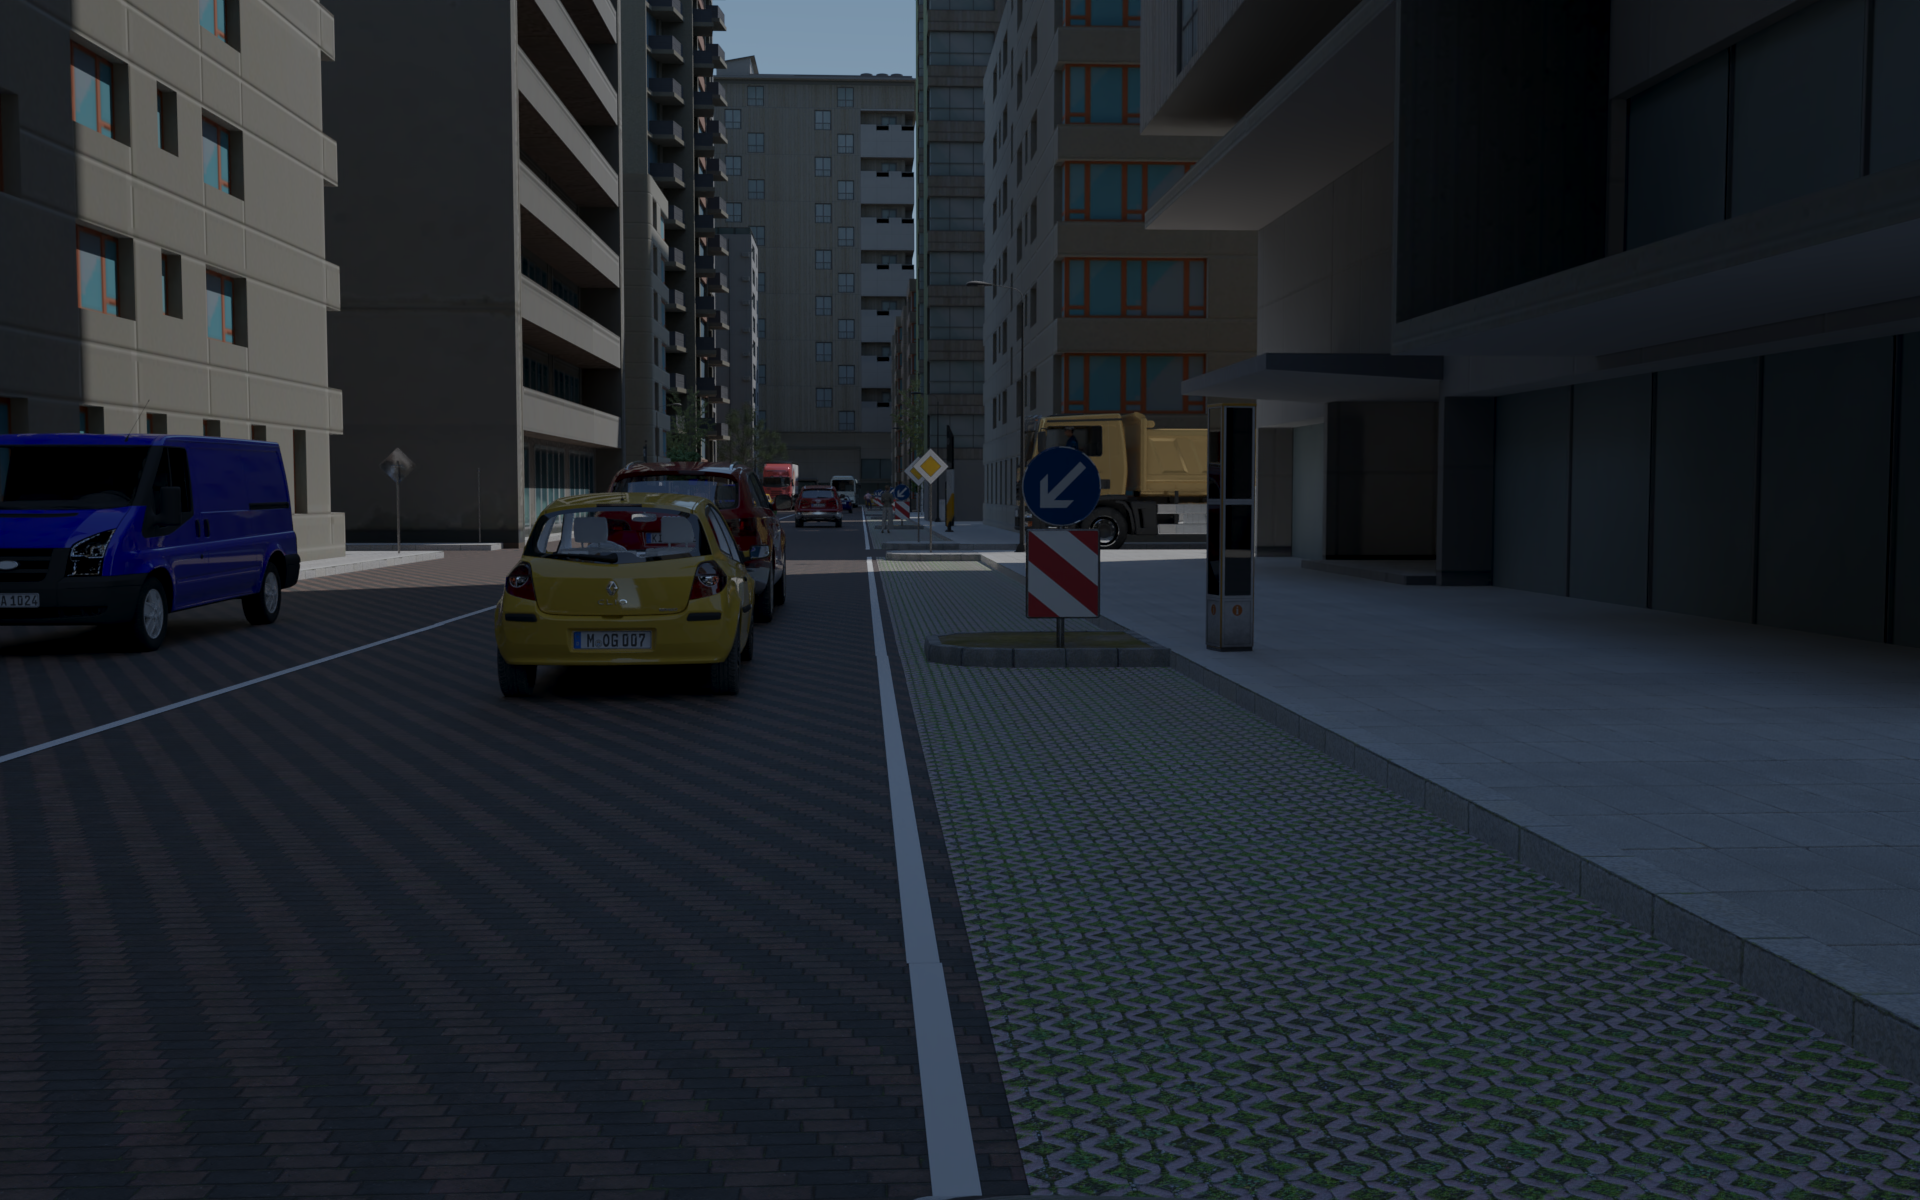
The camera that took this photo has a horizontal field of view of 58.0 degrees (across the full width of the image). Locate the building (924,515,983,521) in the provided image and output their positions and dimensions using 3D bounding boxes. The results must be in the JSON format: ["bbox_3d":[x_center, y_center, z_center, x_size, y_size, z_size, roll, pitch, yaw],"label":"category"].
[{"bbox_3d":[5.119,-24.690,87.282,14.154,41.232,14.086,0,4,-3],"label":"building"}]

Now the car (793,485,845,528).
[{"bbox_3d":[-6.165,-4.104,75.767,2.281,1.827,5.304,0,4,-4],"label":"car"}]

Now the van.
[{"bbox_3d":[-8.394,-0.797,17.418,2.240,2.365,5.245,0,4,-5],"label":"van"}]

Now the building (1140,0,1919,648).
[{"bbox_3d":[17.807,-26.491,22.359,28.713,52.752,27.495,0,4,-3],"label":"building"}]

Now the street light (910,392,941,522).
[{"bbox_3d":[-1.541,-6.500,78.822,1.470,5.913,1.316,0,4,-3],"label":"street light"}]

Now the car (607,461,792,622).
[{"bbox_3d":[-3.191,-0.747,20.885,2.281,1.827,5.304,0,4,-3],"label":"car"}]

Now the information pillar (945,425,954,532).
[{"bbox_3d":[-0.331,-4.106,58.494,0.183,3.616,0.504,-1,4,-22],"label":"information pillar"}]

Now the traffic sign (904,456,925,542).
[{"bbox_3d":[-1.102,-2.589,45.975,0.795,2.450,0.064,0,4,-3],"label":"traffic sign"}]

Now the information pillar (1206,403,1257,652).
[{"bbox_3d":[2.213,-0.592,14.171,0.304,2.012,0.304,-1,4,-16],"label":"information pillar"}]

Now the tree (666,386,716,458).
[{"bbox_3d":[-18.603,-10.196,117.075,4.737,8.622,4.395,0,3,0],"label":"tree"}]

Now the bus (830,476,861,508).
[{"bbox_3d":[-12.141,-11.553,183.751,2.948,3.499,13.247,0,4,-1],"label":"bus"}]

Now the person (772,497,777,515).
[{"bbox_3d":[-9.177,-4.472,85.865,0.306,1.304,0.590,1,4,10],"label":"person"}]

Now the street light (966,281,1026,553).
[{"bbox_3d":[0.828,-4.002,37.970,1.470,5.913,1.316,0,4,-3],"label":"street light"}]

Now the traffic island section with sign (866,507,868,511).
[{"bbox_3d":[-6.943,-8.549,148.396,1.989,1.847,2.006,0,4,-3],"label":"traffic island section with sign"}]

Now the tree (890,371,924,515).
[{"bbox_3d":[-2.061,-9.423,104.421,4.737,8.622,4.395,0,3,0],"label":"tree"}]

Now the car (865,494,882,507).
[{"bbox_3d":[-9.047,-10.467,181.362,2.015,1.641,3.980,0,4,-4],"label":"car"}]

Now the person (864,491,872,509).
[{"bbox_3d":[-7.959,-8.653,150.917,0.756,1.711,0.436,1,4,21],"label":"person"}]

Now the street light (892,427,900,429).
[{"bbox_3d":[-3.997,-9.062,120.701,1.470,5.913,1.316,0,4,-3],"label":"street light"}]

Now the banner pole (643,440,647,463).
[{"bbox_3d":[-14.500,-5.493,79.834,0.401,3.779,0.863,0,4,1],"label":"banner pole"}]

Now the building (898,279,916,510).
[{"bbox_3d":[8.926,-18.917,154.330,27.650,21.520,28.899,0,4,-3],"label":"building"}]

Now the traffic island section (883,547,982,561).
[{"bbox_3d":[-0.621,-0.966,38.081,2.009,0.180,2.903,0,4,-3],"label":"traffic island section"}]

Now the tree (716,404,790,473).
[{"bbox_3d":[-21.113,-14.643,173.819,8.767,10.594,7.601,0,4,1],"label":"tree"}]

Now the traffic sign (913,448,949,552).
[{"bbox_3d":[-0.644,-2.102,38.003,0.795,2.450,0.064,0,4,-3],"label":"traffic sign"}]

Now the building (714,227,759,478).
[{"bbox_3d":[-29.103,-25.503,188.668,14.107,30.474,14.160,0,4,-3],"label":"building"}]

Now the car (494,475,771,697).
[{"bbox_3d":[-2.529,-0.214,13.727,2.015,1.641,3.980,0,4,-5],"label":"car"}]

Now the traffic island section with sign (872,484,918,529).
[{"bbox_3d":[-2.486,-3.791,70.612,1.989,1.847,2.006,0,4,-3],"label":"traffic island section with sign"}]

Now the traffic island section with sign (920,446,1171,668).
[{"bbox_3d":[0.696,-0.398,15.137,1.989,1.847,2.006,0,4,-3],"label":"traffic island section with sign"}]

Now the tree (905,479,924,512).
[{"bbox_3d":[-2.823,-7.911,123.947,1.663,3.219,1.824,0,3,0],"label":"tree"}]

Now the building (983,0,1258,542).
[{"bbox_3d":[16.188,-13.130,59.707,28.899,21.520,27.650,0,4,-3],"label":"building"}]

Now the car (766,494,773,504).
[{"bbox_3d":[-15.611,-7.718,136.409,2.015,1.641,3.980,0,4,-4],"label":"car"}]

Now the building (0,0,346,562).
[{"bbox_3d":[-26.253,-10.720,20.308,28.899,21.520,27.650,0,4,-3],"label":"building"}]

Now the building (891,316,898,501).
[{"bbox_3d":[6.764,-20.711,183.662,27.650,21.520,28.899,0,4,-3],"label":"building"}]

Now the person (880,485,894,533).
[{"bbox_3d":[-2.631,-3.317,63.289,0.519,1.759,0.362,1,4,17],"label":"person"}]

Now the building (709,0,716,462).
[{"bbox_3d":[-30.819,-43.981,157.340,20.563,71.187,20.611,0,4,-3],"label":"building"}]

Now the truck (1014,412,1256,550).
[{"bbox_3d":[5.430,-2.843,42.409,9.791,3.379,3.469,0,4,-5],"label":"truck"}]

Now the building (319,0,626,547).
[{"bbox_3d":[-22.812,-26.307,53.825,21.300,48.544,21.600,0,4,-3],"label":"building"}]

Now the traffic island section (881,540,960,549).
[{"bbox_3d":[-1.078,-1.454,46.053,2.009,0.180,2.903,0,4,-3],"label":"traffic island section"}]

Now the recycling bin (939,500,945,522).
[{"bbox_3d":[-0.677,-4.150,80.408,0.722,1.027,0.722,-1,4,-8],"label":"recycling bin"}]

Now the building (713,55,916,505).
[{"bbox_3d":[-16.850,-38.439,217.716,27.495,52.752,28.713,0,4,-3],"label":"building"}]

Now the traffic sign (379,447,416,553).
[{"bbox_3d":[-12.121,-2.063,37.367,0.795,2.450,0.064,0,4,-3],"label":"traffic sign"}]

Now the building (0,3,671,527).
[{"bbox_3d":[-30.209,-14.828,87.469,27.650,21.520,28.899,0,4,-3],"label":"building"}]

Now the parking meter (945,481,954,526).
[{"bbox_3d":[-0.411,-3.873,69.037,0.255,1.863,0.399,2,4,24],"label":"parking meter"}]

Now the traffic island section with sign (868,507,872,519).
[{"bbox_3d":[-4.032,-5.440,97.574,1.989,1.847,2.006,0,4,-3],"label":"traffic island section with sign"}]

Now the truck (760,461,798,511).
[{"bbox_3d":[-15.678,-9.928,151.232,2.839,4.237,11.283,0,4,-2],"label":"truck"}]

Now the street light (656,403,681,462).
[{"bbox_3d":[-14.972,-7.111,88.799,1.470,5.913,1.316,0,4,-3],"label":"street light"}]

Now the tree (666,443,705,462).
[{"bbox_3d":[-17.738,-7.773,110.805,4.285,4.588,4.351,0,3,0],"label":"tree"}]

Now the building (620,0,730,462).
[{"bbox_3d":[-29.546,-29.287,133.471,22.147,44.769,28.867,0,4,-3],"label":"building"}]

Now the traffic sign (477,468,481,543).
[{"bbox_3d":[-12.578,-2.550,45.339,0.795,2.450,0.064,0,4,-3],"label":"traffic sign"}]

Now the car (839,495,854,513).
[{"bbox_3d":[-8.947,-7.175,129.892,1.945,1.354,3.894,0,4,-5],"label":"car"}]
